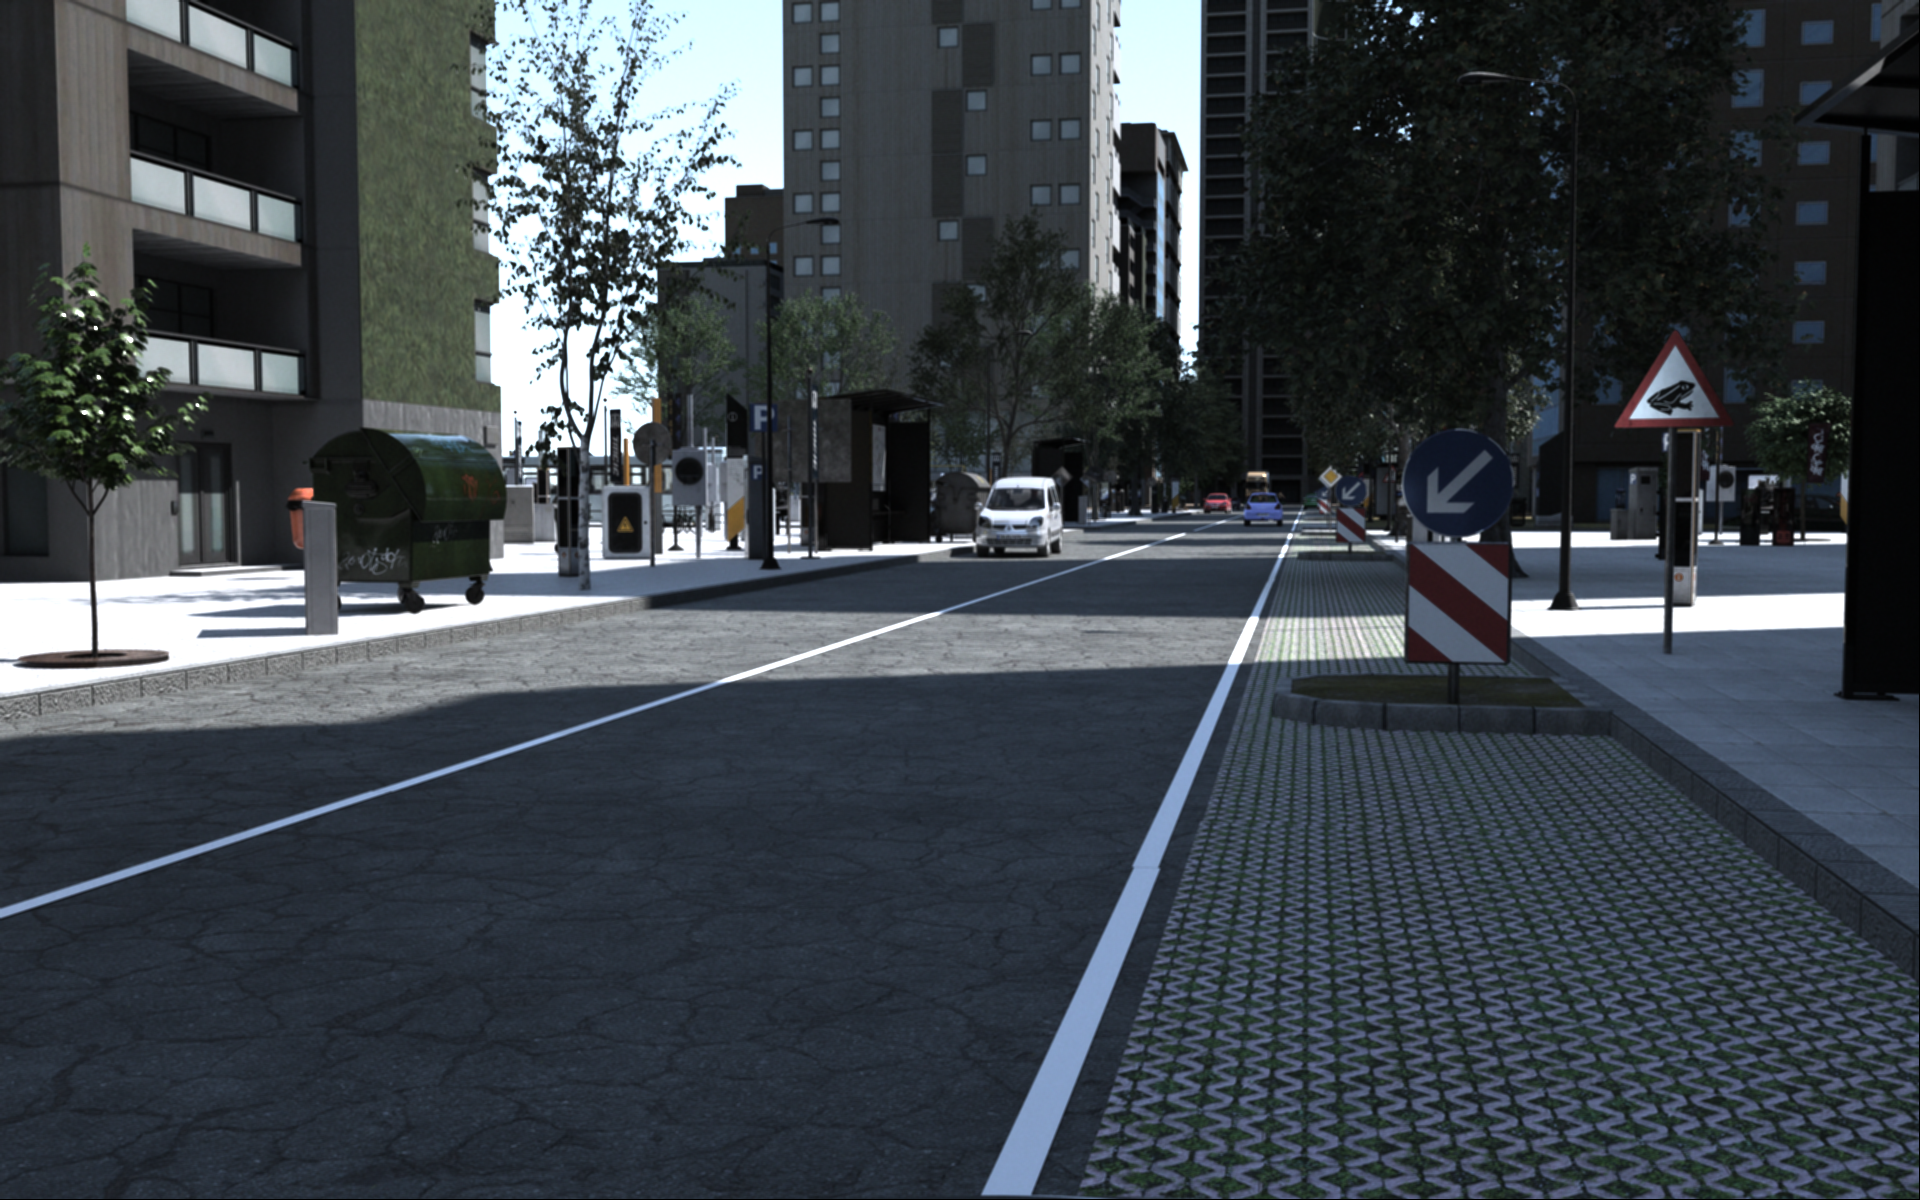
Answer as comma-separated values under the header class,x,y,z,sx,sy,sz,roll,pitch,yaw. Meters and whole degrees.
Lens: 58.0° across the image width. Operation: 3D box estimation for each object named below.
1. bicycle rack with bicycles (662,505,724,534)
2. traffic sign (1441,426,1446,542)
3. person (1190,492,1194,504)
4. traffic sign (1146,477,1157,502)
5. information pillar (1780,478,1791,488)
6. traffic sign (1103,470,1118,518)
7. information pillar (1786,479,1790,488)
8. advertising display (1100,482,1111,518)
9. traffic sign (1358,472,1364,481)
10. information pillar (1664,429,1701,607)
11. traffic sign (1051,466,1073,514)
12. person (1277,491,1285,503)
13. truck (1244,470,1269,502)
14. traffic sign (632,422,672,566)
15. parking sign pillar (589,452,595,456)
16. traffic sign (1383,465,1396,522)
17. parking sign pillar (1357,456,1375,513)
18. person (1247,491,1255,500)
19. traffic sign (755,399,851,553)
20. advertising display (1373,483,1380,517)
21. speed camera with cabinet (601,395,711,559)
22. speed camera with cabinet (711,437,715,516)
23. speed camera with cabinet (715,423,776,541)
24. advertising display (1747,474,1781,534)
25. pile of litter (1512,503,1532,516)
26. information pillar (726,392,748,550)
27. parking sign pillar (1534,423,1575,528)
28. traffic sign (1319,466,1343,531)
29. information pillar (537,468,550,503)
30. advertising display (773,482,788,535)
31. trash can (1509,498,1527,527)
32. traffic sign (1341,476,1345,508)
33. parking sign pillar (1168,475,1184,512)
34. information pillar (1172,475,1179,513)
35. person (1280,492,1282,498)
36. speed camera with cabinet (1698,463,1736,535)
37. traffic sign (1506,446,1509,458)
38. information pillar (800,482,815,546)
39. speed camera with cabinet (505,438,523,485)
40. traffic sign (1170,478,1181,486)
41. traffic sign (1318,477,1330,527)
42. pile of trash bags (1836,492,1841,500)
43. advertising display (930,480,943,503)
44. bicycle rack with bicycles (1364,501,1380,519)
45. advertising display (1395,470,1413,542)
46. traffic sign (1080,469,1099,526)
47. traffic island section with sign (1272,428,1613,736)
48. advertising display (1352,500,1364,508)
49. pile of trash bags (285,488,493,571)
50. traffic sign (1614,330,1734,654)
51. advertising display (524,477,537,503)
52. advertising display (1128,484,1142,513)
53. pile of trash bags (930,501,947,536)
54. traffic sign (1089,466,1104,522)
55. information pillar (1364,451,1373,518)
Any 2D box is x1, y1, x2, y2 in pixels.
class,x,y,z,sx,sy,sz,roll,pitch,yaw
bicycle rack with bicycles,-8.813,-2.660,56.865,2.852,0.926,2.925,-1,4,-21
traffic sign,9.326,-2.043,33.399,0.884,2.594,0.081,1,4,20
person,29.904,-13.102,223.265,0.990,1.755,0.434,-3,5,-45
traffic sign,14.292,-7.905,129.347,0.768,2.556,0.104,1,4,13
information pillar,33.188,-3.986,69.668,0.304,2.012,0.304,-1,4,-18
traffic sign,8.052,-5.672,92.839,0.768,2.556,0.104,1,4,12
information pillar,30.452,-4.422,63.662,0.183,3.616,0.504,1,4,21
advertising display,7.738,-5.329,92.343,0.123,1.923,0.974,-2,4,-26
traffic sign,22.671,-5.925,96.980,0.768,2.556,0.104,1,4,13
information pillar,8.255,-0.936,19.792,0.304,2.012,0.304,2,4,31
traffic sign,3.634,-3.562,61.873,0.795,2.450,0.064,1,4,11
person,39.137,-12.442,211.934,1.348,1.823,0.705,3,5,40
truck,35.183,-13.221,205.070,2.839,4.237,11.283,1,4,11
traffic sign,-5.456,-1.868,30.650,0.768,2.556,0.104,1,4,16
parking sign pillar,-22.005,-7.129,105.039,1.447,3.967,1.447,-1,4,-12
traffic sign,19.518,-4.782,78.195,0.884,2.594,0.081,1,4,20
parking sign pillar,28.079,-8.016,119.532,1.447,3.967,1.447,1,4,20
person,26.859,-9.163,158.837,1.217,1.766,0.721,3,5,41
traffic sign,-3.402,-2.661,37.380,2.265,3.308,0.079,1,4,20
advertising display,23.716,-5.668,97.889,0.974,1.923,0.123,-3,4,-37
speed camera with cabinet,-6.040,-2.443,34.278,2.038,3.252,0.660,0,4,-5
speed camera with cabinet,-7.057,-3.527,51.997,2.038,3.252,0.660,-2,4,-28
speed camera with cabinet,-5.873,-3.274,47.874,0.660,3.252,2.038,-3,5,-39
advertising display,25.508,-3.045,55.007,0.974,1.923,0.123,2,4,25
pile of litter,32.450,-5.246,99.744,1.719,0.858,1.176,3,4,36
information pillar,-5.148,-2.973,39.956,0.504,3.616,0.183,0,4,-2
parking sign pillar,22.714,-4.749,66.114,1.447,3.967,1.447,0,4,1
traffic sign,12.840,-3.447,60.007,0.795,2.450,0.064,1,4,11
information pillar,-11.958,-2.769,49.763,0.304,2.012,0.304,0,4,1
advertising display,-5.845,-3.002,54.295,0.974,1.923,0.123,-1,4,-21
trash can,21.927,-3.456,68.151,0.748,1.137,0.748,0,3,0
traffic sign,27.236,-7.494,122.630,0.768,2.556,0.104,1,4,16
parking sign pillar,15.835,-8.532,127.976,1.447,3.967,1.447,1,4,14
information pillar,14.268,-7.547,114.741,0.504,3.616,0.183,1,4,23
person,40.274,-12.801,217.757,0.705,1.831,1.348,0,4,3
speed camera with cabinet,23.407,-3.694,54.735,2.038,3.252,0.660,0,4,-8
traffic sign,12.262,-2.438,39.969,0.768,2.556,0.104,1,4,19
information pillar,-3.777,-2.353,42.957,0.304,2.012,0.304,1,4,12
speed camera with cabinet,-16.027,-4.137,61.980,0.660,3.252,2.038,-1,4,-18
traffic sign,15.462,-7.611,124.547,0.768,2.556,0.104,1,4,13
traffic sign,14.415,-3.926,67.836,0.795,2.450,0.064,1,4,11
pile of trash bags,36.005,-3.599,68.595,3.447,1.369,1.912,-2,4,-24
advertising display,-1.116,-4.645,81.153,0.123,1.923,0.974,-2,4,-34
bicycle rack with bicycles,21.710,-4.709,90.379,2.852,0.926,2.925,0,4,-1
advertising display,12.063,-2.498,46.050,0.974,1.923,0.123,1,4,9
traffic sign,5.209,-4.040,69.702,0.795,2.450,0.064,1,4,11
traffic island section with sign,3.065,-0.163,11.296,1.989,1.847,2.006,1,4,11
advertising display,19.854,-4.967,86.426,0.123,1.923,0.974,3,5,43
pile of trash bags,-9.234,-1.093,27.621,1.912,1.369,3.447,2,4,28
traffic sign,5.686,-0.847,13.846,0.884,2.594,0.081,1,4,17
advertising display,-16.040,-3.702,65.740,0.974,1.923,0.123,0,4,4
advertising display,11.017,-6.368,109.326,0.974,1.923,0.123,-2,4,-28
pile of trash bags,-0.024,-2.703,53.943,1.912,1.369,3.447,1,4,12
traffic sign,6.121,-4.794,78.494,0.768,2.556,0.104,1,4,18
information pillar,22.232,-6.305,94.446,0.504,3.616,0.183,0,4,7
